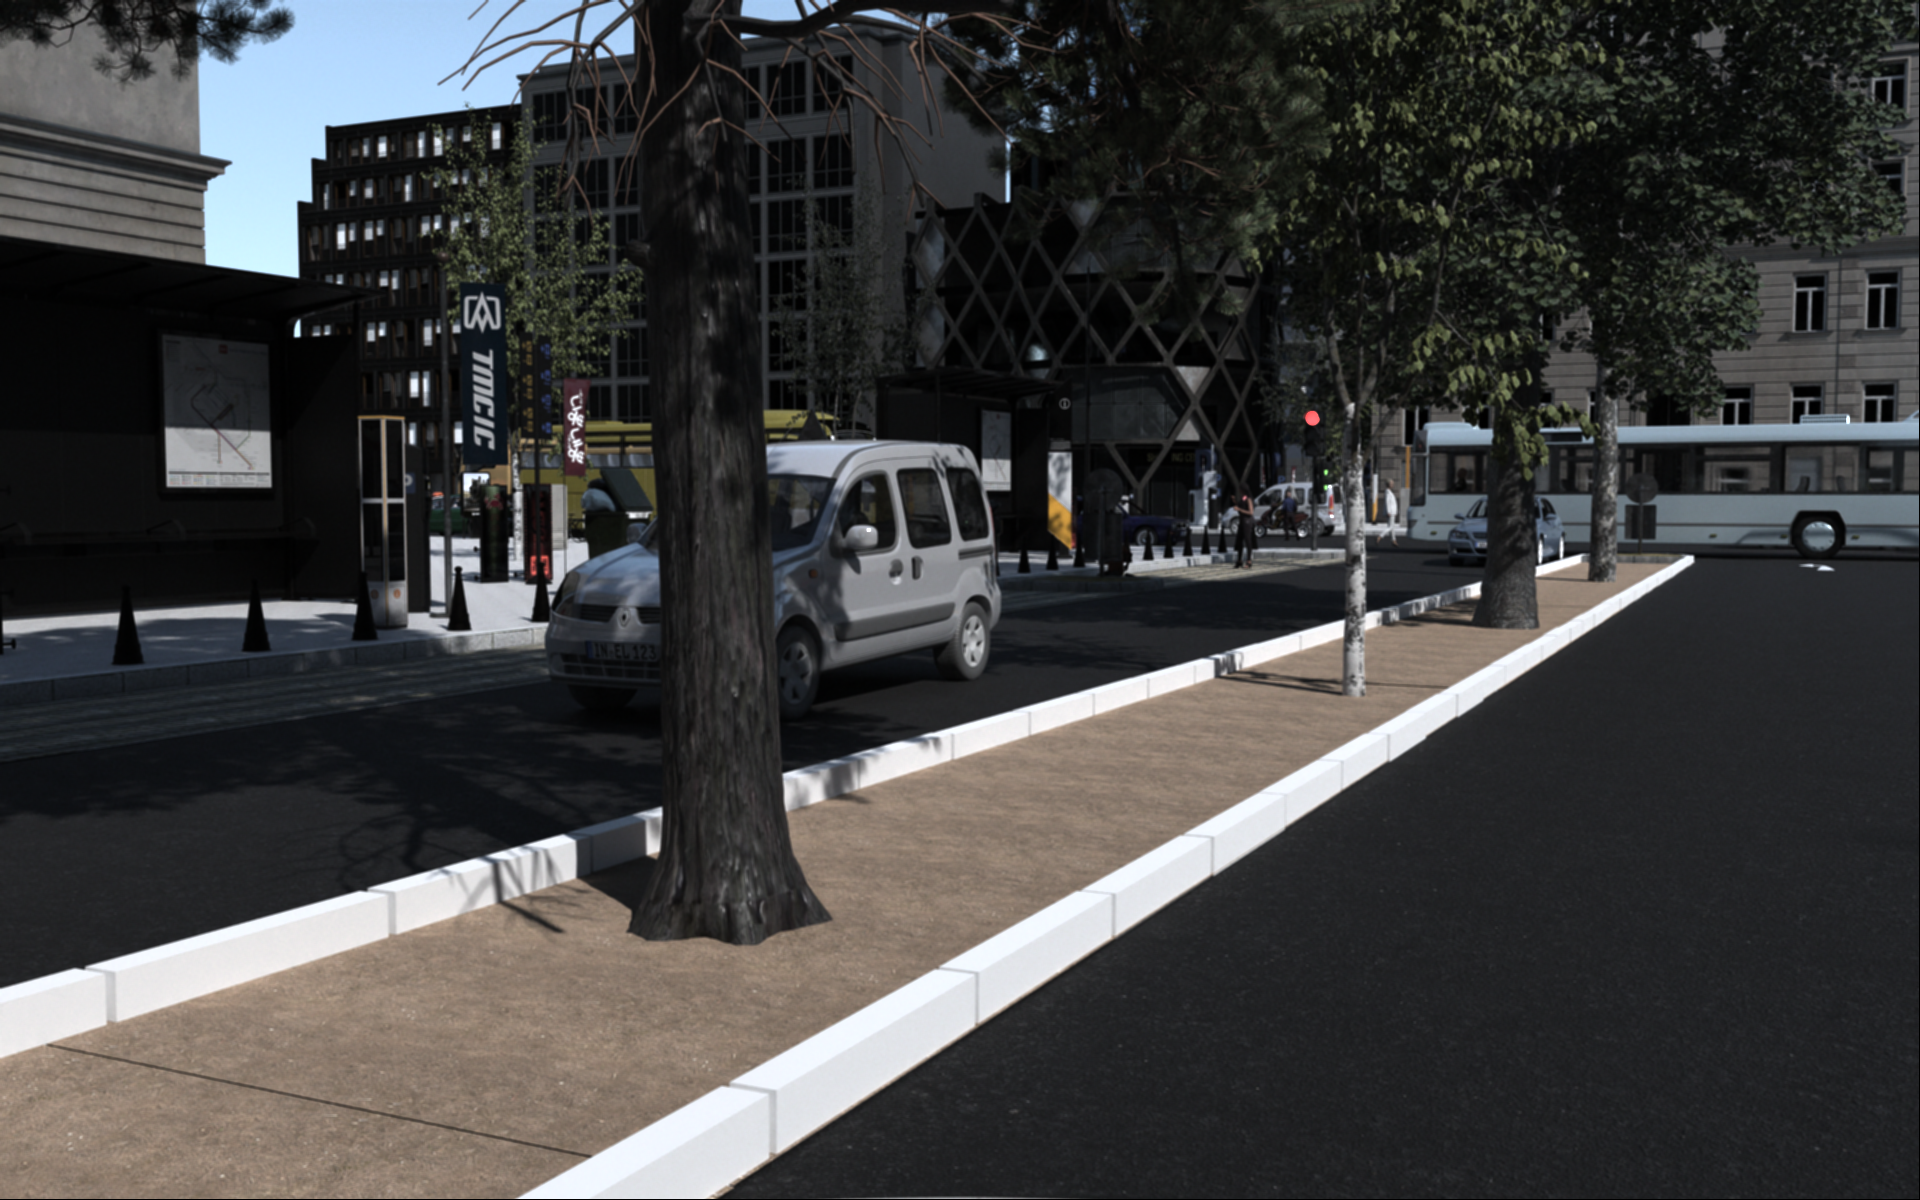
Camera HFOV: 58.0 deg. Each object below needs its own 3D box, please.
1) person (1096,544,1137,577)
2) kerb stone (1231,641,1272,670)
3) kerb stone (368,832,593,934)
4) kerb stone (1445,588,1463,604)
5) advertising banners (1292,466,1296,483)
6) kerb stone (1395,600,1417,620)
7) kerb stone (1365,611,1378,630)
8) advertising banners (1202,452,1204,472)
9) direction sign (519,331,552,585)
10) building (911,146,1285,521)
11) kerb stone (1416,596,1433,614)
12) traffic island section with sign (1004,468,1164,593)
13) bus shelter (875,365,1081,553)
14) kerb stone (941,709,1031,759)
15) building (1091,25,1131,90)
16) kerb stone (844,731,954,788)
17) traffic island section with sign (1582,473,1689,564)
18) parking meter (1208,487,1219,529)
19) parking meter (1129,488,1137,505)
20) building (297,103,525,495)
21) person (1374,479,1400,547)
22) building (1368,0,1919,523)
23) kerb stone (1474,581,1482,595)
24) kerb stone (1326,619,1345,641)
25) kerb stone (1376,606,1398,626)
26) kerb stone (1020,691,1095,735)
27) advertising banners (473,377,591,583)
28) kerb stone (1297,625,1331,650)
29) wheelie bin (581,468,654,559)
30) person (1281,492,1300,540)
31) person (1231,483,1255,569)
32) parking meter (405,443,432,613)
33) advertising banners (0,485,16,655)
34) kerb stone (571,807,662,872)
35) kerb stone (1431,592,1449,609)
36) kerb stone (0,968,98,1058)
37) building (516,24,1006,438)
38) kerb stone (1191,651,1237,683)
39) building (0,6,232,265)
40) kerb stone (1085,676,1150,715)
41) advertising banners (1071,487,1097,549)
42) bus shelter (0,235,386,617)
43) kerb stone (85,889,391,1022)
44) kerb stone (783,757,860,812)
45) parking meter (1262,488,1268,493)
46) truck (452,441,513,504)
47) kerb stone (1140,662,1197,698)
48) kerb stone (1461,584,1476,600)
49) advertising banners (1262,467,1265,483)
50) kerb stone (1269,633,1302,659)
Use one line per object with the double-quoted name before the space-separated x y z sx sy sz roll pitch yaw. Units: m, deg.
"person" 2.525 -0.738 28.845 0.859 0.850 0.655 3 5 44
"kerb stone" 2.375 0.478 14.388 0.120 0.150 1.000 2 4 26
"kerb stone" -1.657 0.987 6.065 0.120 0.150 1.000 2 4 26
"kerb stone" 6.407 -0.031 22.703 0.120 0.150 1.000 2 4 26
"advertising banners" 20.688 -6.923 109.384 0.090 3.025 2.074 3 5 41
"kerb stone" 5.072 0.138 19.933 0.120 0.150 1.000 2 4 26
"kerb stone" 4.170 0.253 18.090 0.120 0.150 1.000 2 4 26
"advertising banners" 10.042 -4.621 71.739 0.090 3.025 2.074 1 4 10
"direction sign" -6.000 -1.992 24.568 0.379 3.537 0.876 1 4 14
"building" 7.971 -13.493 88.068 16.811 18.784 16.820 2 4 26
"kerb stone" 5.512 0.082 20.859 0.120 0.150 1.000 2 4 26
"traffic island section with sign" 1.969 -1.062 25.991 1.989 1.847 2.006 2 4 26
"bus shelter" 0.470 -2.664 34.834 1.731 3.624 6.357 2 4 26
"kerb stone" 0.132 0.763 9.759 0.120 0.150 1.000 2 4 26
"building" 25.463 -52.937 178.190 31.000 86.520 22.319 2 4 26
"kerb stone" -0.319 0.817 8.838 0.120 0.150 1.000 2 4 26
"traffic island section with sign" 14.270 -1.732 36.452 2.006 1.907 1.989 2 4 26
"parking meter" 9.269 -3.361 63.355 0.372 1.533 0.369 0 3 0
"parking meter" 7.511 -4.084 75.189 0.372 1.533 0.369 0 3 0
"building" -29.348 -16.826 104.790 15.834 23.373 12.332 2 4 26
"person" 11.526 -2.344 46.708 0.818 1.842 0.514 -1 4 -9
"building" 31.334 -16.996 75.153 25.104 27.353 12.463 2 4 26
"kerb stone" 7.302 -0.141 24.547 0.120 0.150 1.000 2 4 26
"kerb stone" 3.713 0.311 17.162 0.120 0.150 1.000 2 4 26
"kerb stone" 4.615 0.195 19.013 0.120 0.150 1.000 2 4 26
"kerb stone" 0.581 0.704 10.688 0.120 0.150 1.000 2 4 26
"advertising banners" -6.256 -1.794 25.513 0.090 3.025 2.074 3 5 41
"kerb stone" 3.272 0.366 16.237 0.120 0.150 1.000 2 4 26
"wheelie bin" -4.235 -0.818 21.279 0.693 1.594 0.980 1 4 23
"person" 10.241 -2.595 53.625 0.574 1.496 0.600 1 4 13
"person" 5.356 -1.409 33.002 0.593 1.643 0.415 3 5 43
"parking meter" -5.945 -0.798 18.765 0.399 1.863 0.255 0 4 3
"advertising banners" -8.293 -1.032 13.054 0.090 3.025 2.074 3 5 42
"kerb stone" -1.216 0.930 6.991 0.120 0.150 1.000 2 4 26
"kerb stone" 5.958 0.028 21.781 0.120 0.150 1.000 2 4 26
"kerb stone" -2.559 1.100 4.215 0.120 0.150 1.000 2 4 26
"building" -11.172 -18.531 96.489 24.014 27.812 14.314 2 4 26
"kerb stone" 1.930 0.534 13.465 0.120 0.150 1.000 2 4 26
"building" -31.295 -13.162 34.279 34.723 24.649 14.460 2 4 26
"kerb stone" 1.030 0.647 11.619 0.120 0.150 1.000 2 4 26
"advertising banners" 2.598 -2.696 40.263 0.090 3.025 2.074 3 4 37
"bus shelter" -8.735 -1.617 17.717 1.731 3.624 6.357 2 4 26
"kerb stone" -2.107 1.045 5.135 0.120 0.150 1.000 2 4 26
"kerb stone" -0.764 0.873 7.915 0.120 0.150 1.000 2 4 26
"parking meter" 13.883 -4.292 78.578 0.372 1.533 0.369 0 3 0
"truck" -13.602 -3.923 60.059 9.791 3.379 3.469 2 4 27
"kerb stone" 1.482 0.591 12.538 0.120 0.150 1.000 2 4 26
"kerb stone" 6.855 -0.083 23.625 0.120 0.150 1.000 2 4 26
"advertising banners" 20.300 -7.030 111.128 2.074 3.025 0.090 3 4 36
"kerb stone" 2.815 0.428 15.314 0.120 0.150 1.000 2 4 26
